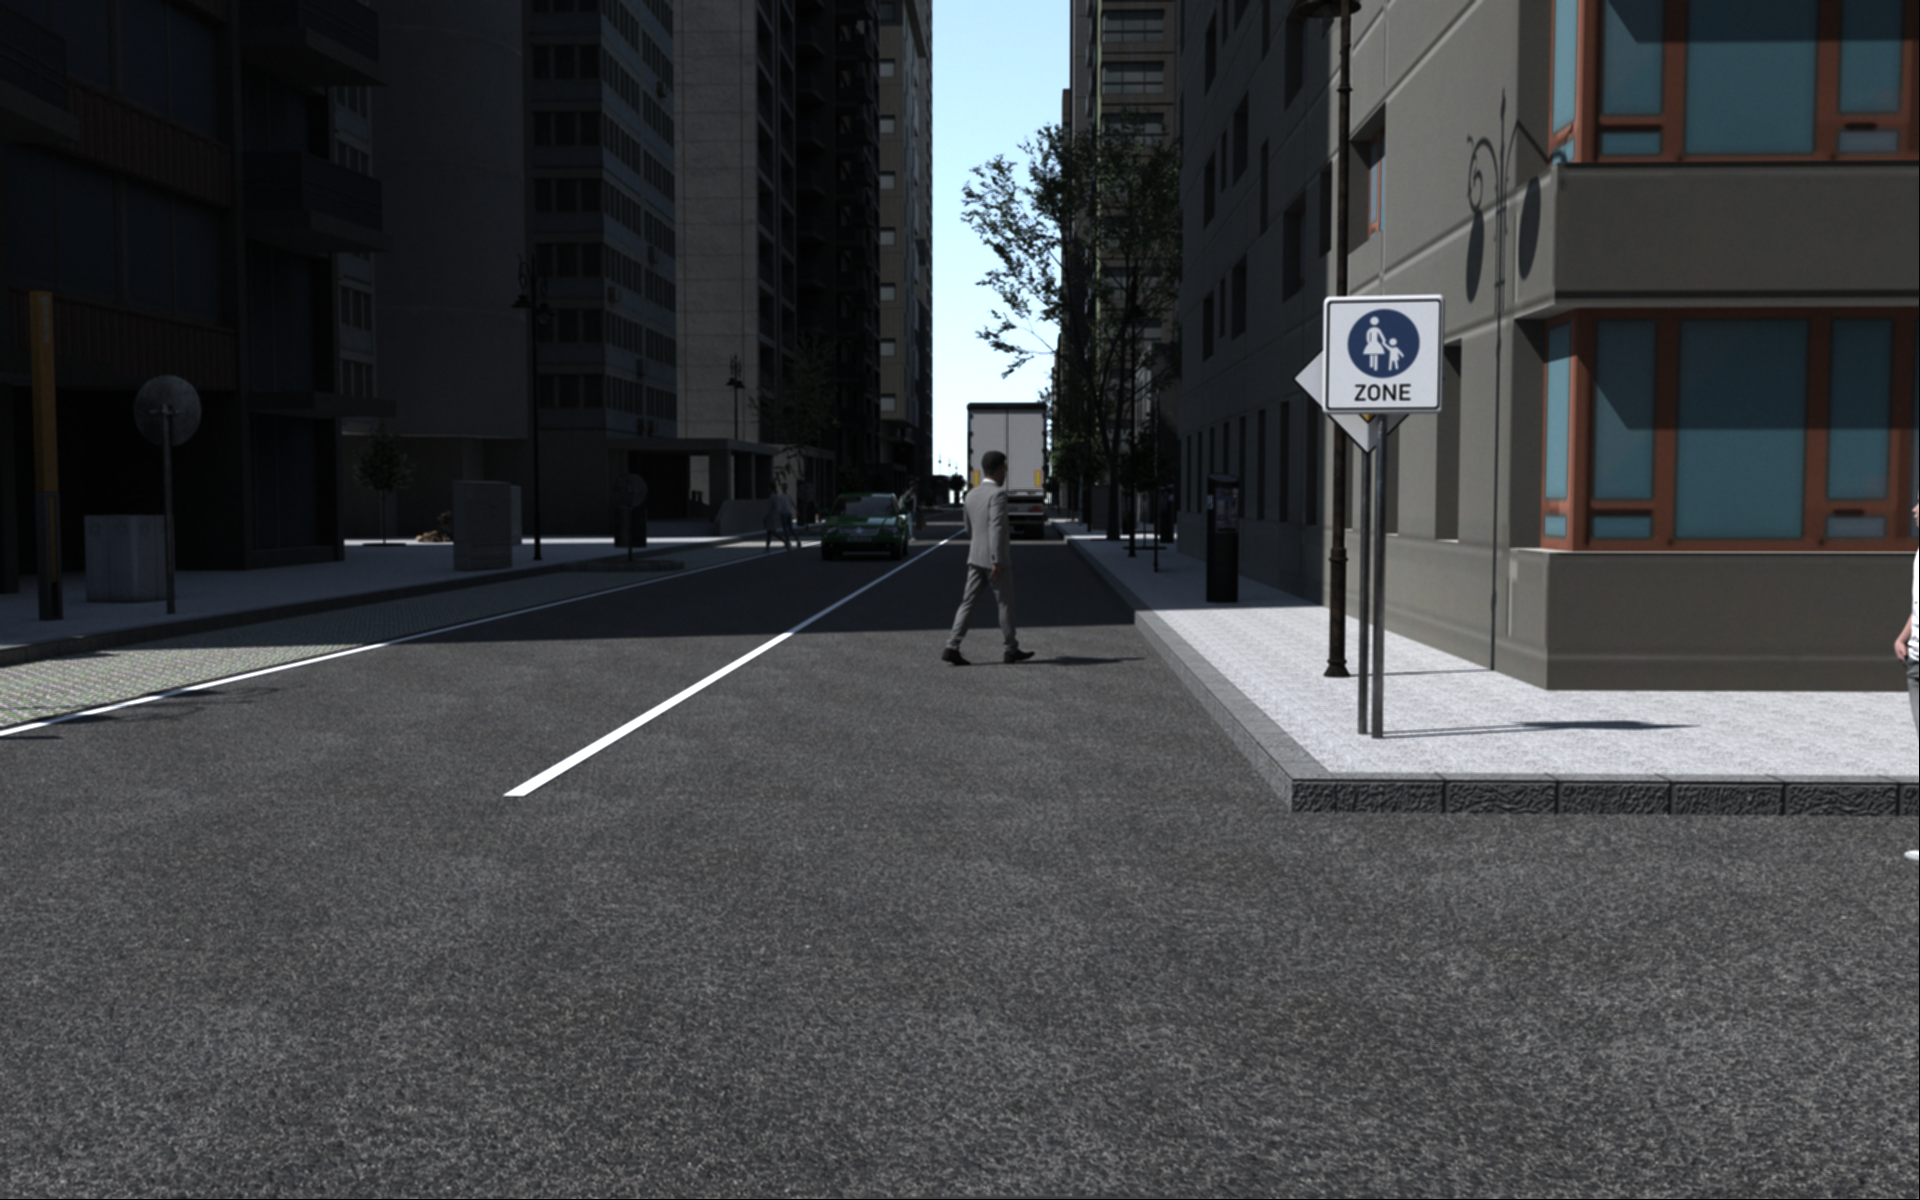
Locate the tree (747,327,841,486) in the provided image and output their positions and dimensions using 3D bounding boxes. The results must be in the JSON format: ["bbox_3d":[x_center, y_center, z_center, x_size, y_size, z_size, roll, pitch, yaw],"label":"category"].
[{"bbox_3d":[-7.000,-7.655,75.518,4.737,8.622,4.395,0,3,0],"label":"tree"}]

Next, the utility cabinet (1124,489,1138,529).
[{"bbox_3d":[5.936,-3.364,63.688,1.173,1.500,0.318,2,4,27],"label":"utility cabinet"}]

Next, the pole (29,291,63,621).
[{"bbox_3d":[-9.252,-1.449,17.529,0.158,3.312,0.155,0,3,0],"label":"pole"}]

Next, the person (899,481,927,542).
[{"bbox_3d":[-1.388,-2.620,51.321,0.794,1.824,0.713,-3,5,-41],"label":"person"}]

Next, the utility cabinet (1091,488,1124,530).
[{"bbox_3d":[5.189,-3.226,61.417,0.318,1.500,1.173,-3,5,-41],"label":"utility cabinet"}]

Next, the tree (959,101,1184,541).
[{"bbox_3d":[4.103,-7.445,47.478,9.928,11.665,9.643,0,3,0],"label":"tree"}]

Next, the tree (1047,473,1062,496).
[{"bbox_3d":[8.293,-9.828,155.288,1.663,3.219,1.824,0,3,0],"label":"tree"}]

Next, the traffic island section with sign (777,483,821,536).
[{"bbox_3d":[-5.248,-3.108,59.449,1.989,1.847,2.006,0,4,2],"label":"traffic island section with sign"}]

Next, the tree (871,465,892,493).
[{"bbox_3d":[-5.234,-7.275,113.540,1.663,3.219,1.824,0,3,0],"label":"tree"}]

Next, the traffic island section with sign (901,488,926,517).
[{"bbox_3d":[-3.372,-6.169,109.491,1.989,1.847,2.006,0,4,2],"label":"traffic island section with sign"}]

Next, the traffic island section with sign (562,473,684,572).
[{"bbox_3d":[-6.258,-1.461,32.512,1.989,1.847,2.006,0,4,2],"label":"traffic island section with sign"}]

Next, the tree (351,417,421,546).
[{"bbox_3d":[-14.208,-2.963,43.039,1.663,3.219,1.824,0,3,0],"label":"tree"}]

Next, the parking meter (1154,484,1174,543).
[{"bbox_3d":[5.432,-2.264,45.431,0.372,1.533,0.369,0,3,0],"label":"parking meter"}]

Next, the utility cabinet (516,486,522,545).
[{"bbox_3d":[-11.300,-2.087,42.802,0.318,1.500,1.173,1,4,21],"label":"utility cabinet"}]

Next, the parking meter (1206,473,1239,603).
[{"bbox_3d":[3.120,-0.744,20.573,0.372,1.533,0.369,0,3,0],"label":"parking meter"}]

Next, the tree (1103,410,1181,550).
[{"bbox_3d":[4.421,-2.792,40.253,1.663,3.219,1.824,0,3,0],"label":"tree"}]

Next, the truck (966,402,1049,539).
[{"bbox_3d":[1.649,-4.258,58.539,2.839,4.237,11.283,0,4,2],"label":"truck"}]

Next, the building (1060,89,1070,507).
[{"bbox_3d":[17.354,-30.238,177.983,14.154,41.232,14.086,0,4,2],"label":"building"}]

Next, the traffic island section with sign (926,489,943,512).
[{"bbox_3d":[-2.360,-7.816,136.427,1.989,1.847,2.006,0,4,2],"label":"traffic island section with sign"}]

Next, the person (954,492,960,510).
[{"bbox_3d":[-0.313,-9.069,158.250,0.593,1.643,0.415,-2,4,-31],"label":"person"}]

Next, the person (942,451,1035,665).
[{"bbox_3d":[0.226,-0.353,14.552,0.850,1.792,0.678,-2,4,-35],"label":"person"}]

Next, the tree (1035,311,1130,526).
[{"bbox_3d":[4.909,-7.346,70.463,4.737,8.622,4.395,0,3,0],"label":"tree"}]

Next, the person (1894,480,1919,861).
[{"bbox_3d":[3.821,0.273,6.641,0.523,1.515,0.503,-2,4,-34],"label":"person"}]

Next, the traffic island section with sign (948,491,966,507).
[{"bbox_3d":[-0.265,-11.222,192.102,1.989,1.847,2.006,0,4,2],"label":"traffic island section with sign"}]

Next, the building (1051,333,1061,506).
[{"bbox_3d":[24.942,-21.696,199.768,27.650,21.520,28.899,0,4,2],"label":"building"}]

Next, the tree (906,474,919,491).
[{"bbox_3d":[-4.513,-10.164,160.781,1.663,3.219,1.824,0,3,0],"label":"tree"}]

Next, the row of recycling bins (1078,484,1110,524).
[{"bbox_3d":[5.974,-4.151,74.977,1.069,1.692,3.534,-1,4,-12],"label":"row of recycling bins"}]

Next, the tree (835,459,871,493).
[{"bbox_3d":[-6.127,-6.152,95.187,1.663,3.219,1.824,0,3,0],"label":"tree"}]

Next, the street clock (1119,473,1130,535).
[{"bbox_3d":[5.255,-3.068,54.730,0.471,2.002,0.358,3,4,36],"label":"street clock"}]

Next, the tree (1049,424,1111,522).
[{"bbox_3d":[5.563,-5.861,79.536,4.285,4.588,4.351,0,3,0],"label":"tree"}]

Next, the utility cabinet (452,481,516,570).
[{"bbox_3d":[-8.080,-1.265,29.355,0.318,1.500,1.173,1,4,23],"label":"utility cabinet"}]

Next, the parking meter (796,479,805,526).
[{"bbox_3d":[-6.357,-3.876,69.077,0.255,1.863,0.399,-1,4,-21],"label":"parking meter"}]

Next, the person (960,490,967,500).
[{"bbox_3d":[0.611,-8.094,140.858,1.348,1.821,0.705,-1,4,-10],"label":"person"}]

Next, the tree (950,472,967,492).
[{"bbox_3d":[-0.436,-15.968,244.792,4.285,4.588,4.351,0,3,0],"label":"tree"}]

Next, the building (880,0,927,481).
[{"bbox_3d":[-18.426,-36.306,182.844,28.713,52.752,27.495,0,4,2],"label":"building"}]

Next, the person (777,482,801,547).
[{"bbox_3d":[-4.504,-2.275,46.362,0.598,1.740,0.731,2,4,29],"label":"person"}]

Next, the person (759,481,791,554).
[{"bbox_3d":[-4.404,-1.950,41.137,0.760,1.731,0.466,-1,4,-23],"label":"person"}]
